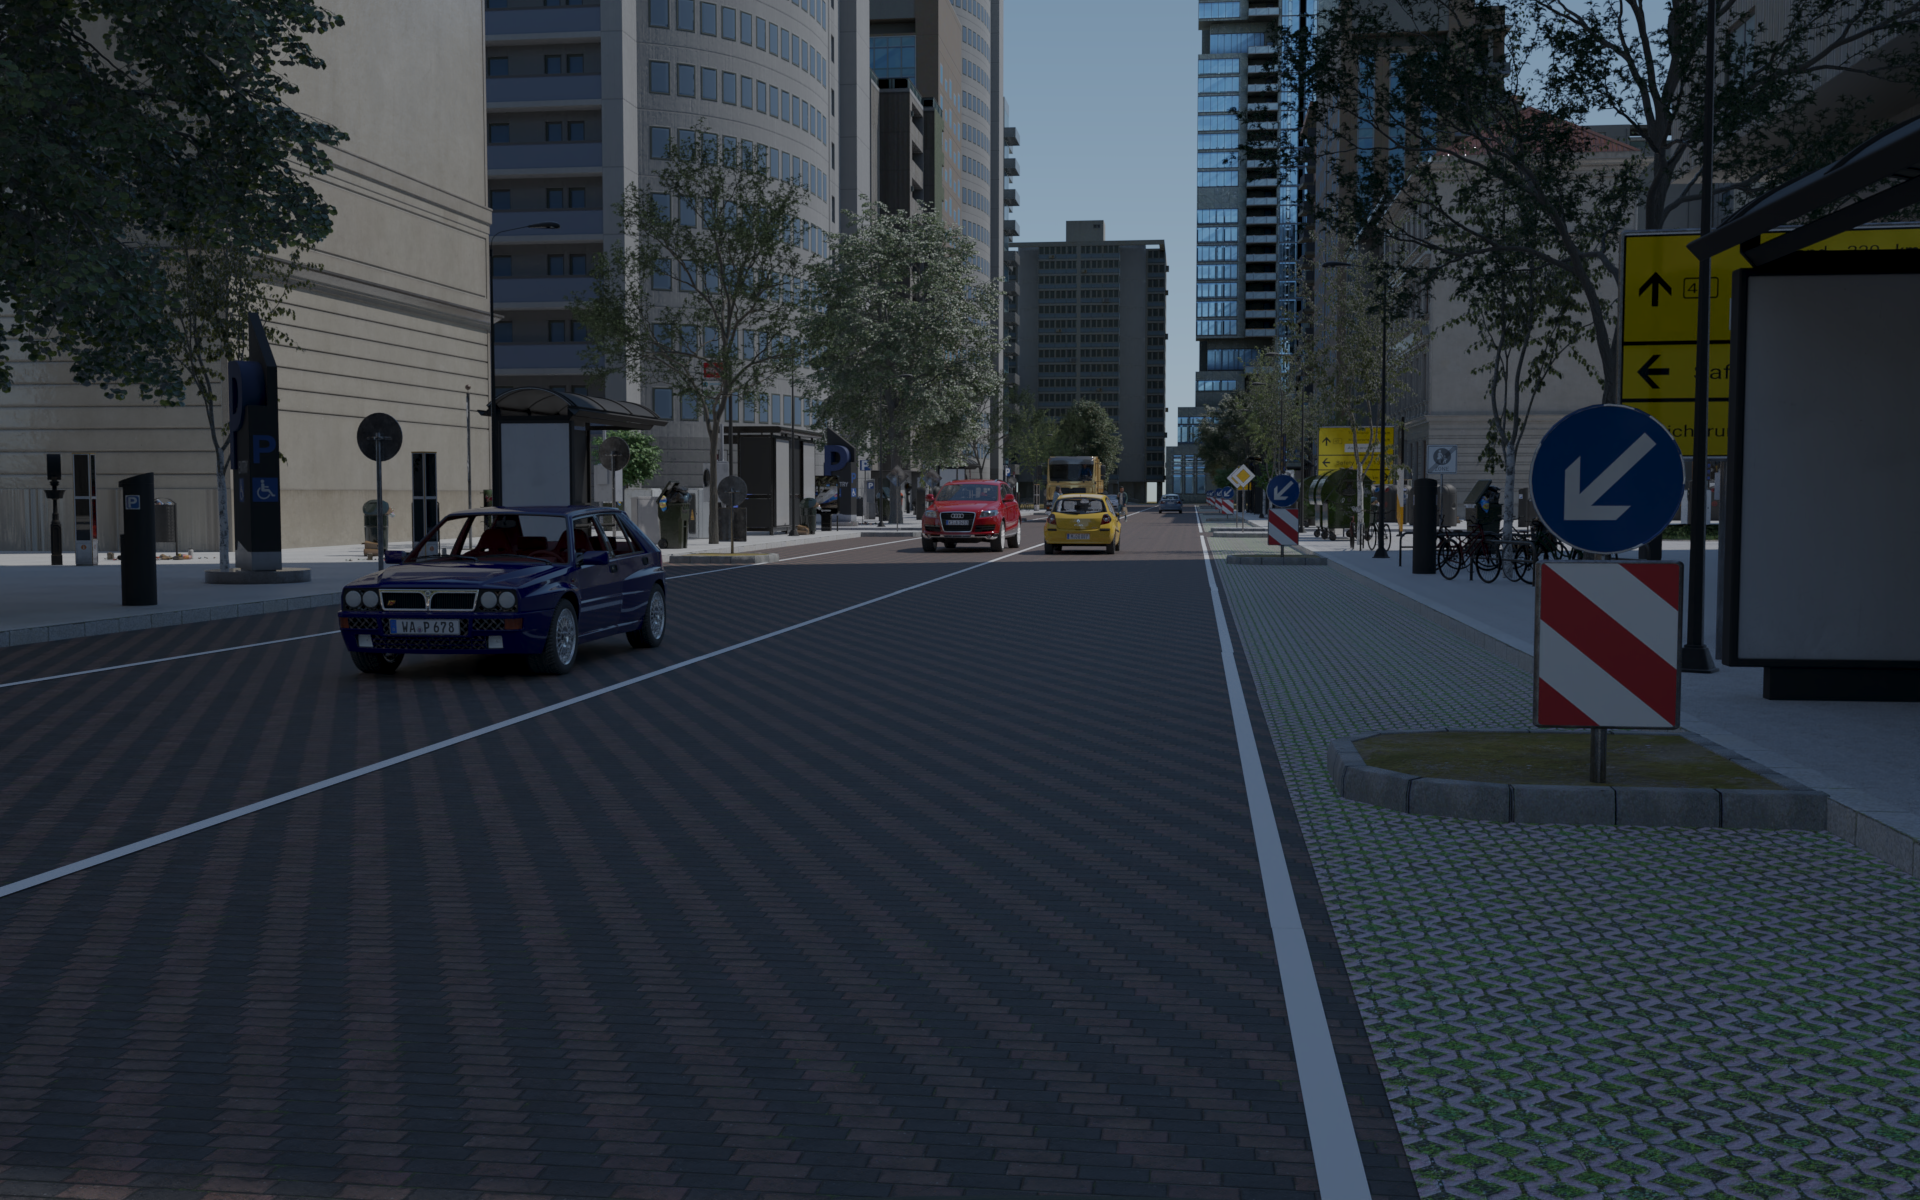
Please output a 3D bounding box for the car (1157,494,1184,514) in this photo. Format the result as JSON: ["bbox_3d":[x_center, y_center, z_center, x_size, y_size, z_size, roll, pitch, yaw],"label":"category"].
[{"bbox_3d":[15.605,-7.121,128.424,2.014,1.417,4.499,0,4,7],"label":"car"}]

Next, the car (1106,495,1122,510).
[{"bbox_3d":[13.942,-8.956,158.800,2.083,1.381,4.827,0,4,7],"label":"car"}]

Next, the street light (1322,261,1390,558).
[{"bbox_3d":[7.914,-3.799,34.653,1.470,5.913,1.316,0,4,8],"label":"street light"}]

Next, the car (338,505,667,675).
[{"bbox_3d":[-3.823,-0.149,15.013,1.945,1.354,3.894,0,4,7],"label":"car"}]

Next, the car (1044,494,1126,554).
[{"bbox_3d":[3.047,-1.981,42.614,2.015,1.641,3.980,0,4,8],"label":"car"}]

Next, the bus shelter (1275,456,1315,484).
[{"bbox_3d":[18.403,-6.221,95.630,2.014,3.302,5.546,0,4,8],"label":"bus shelter"}]

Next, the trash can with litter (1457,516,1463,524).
[{"bbox_3d":[21.284,-3.911,75.335,1.055,1.170,0.624,0,4,-6],"label":"trash can with litter"}]

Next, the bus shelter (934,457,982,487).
[{"bbox_3d":[-0.138,-6.209,95.442,2.014,3.302,5.546,0,4,8],"label":"bus shelter"}]

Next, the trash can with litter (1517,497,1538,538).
[{"bbox_3d":[17.261,-2.436,50.893,2.233,1.210,1.678,-2,4,-25],"label":"trash can with litter"}]

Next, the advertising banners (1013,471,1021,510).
[{"bbox_3d":[4.384,-8.401,133.546,0.090,3.025,2.074,-1,4,-14],"label":"advertising banners"}]

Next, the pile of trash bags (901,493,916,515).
[{"bbox_3d":[-2.517,-5.914,106.453,3.447,1.369,1.912,2,4,23],"label":"pile of trash bags"}]

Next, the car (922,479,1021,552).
[{"bbox_3d":[0.348,-2.200,44.648,2.281,1.827,5.304,1,4,9],"label":"car"}]

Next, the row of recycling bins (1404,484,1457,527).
[{"bbox_3d":[18.998,-3.829,69.714,1.069,1.692,3.534,0,4,-6],"label":"row of recycling bins"}]

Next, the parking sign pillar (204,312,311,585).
[{"bbox_3d":[-10.237,-2.244,25.154,1.447,3.967,1.447,-2,4,-32],"label":"parking sign pillar"}]

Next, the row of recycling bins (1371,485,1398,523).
[{"bbox_3d":[19.348,-4.355,78.322,1.069,1.692,3.534,-1,4,-21],"label":"row of recycling bins"}]

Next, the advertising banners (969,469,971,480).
[{"bbox_3d":[0.576,-7.812,123.911,0.090,3.025,2.074,-1,4,-9],"label":"advertising banners"}]

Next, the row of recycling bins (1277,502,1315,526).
[{"bbox_3d":[13.795,-3.816,69.499,1.069,1.692,3.534,3,5,42],"label":"row of recycling bins"}]

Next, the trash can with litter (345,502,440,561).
[{"bbox_3d":[-10.848,-1.392,33.814,2.233,1.210,1.678,-2,4,-24],"label":"trash can with litter"}]

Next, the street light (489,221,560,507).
[{"bbox_3d":[-7.492,-3.497,29.711,1.470,5.913,1.316,0,4,8],"label":"street light"}]

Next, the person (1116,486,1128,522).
[{"bbox_3d":[8.377,-4.937,89.199,0.794,1.824,0.713,3,5,45],"label":"person"}]

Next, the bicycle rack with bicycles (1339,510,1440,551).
[{"bbox_3d":[9.938,-1.599,39.520,2.852,0.926,2.925,1,4,16],"label":"bicycle rack with bicycles"}]

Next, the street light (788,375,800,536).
[{"bbox_3d":[-4.533,-4.889,52.475,1.470,5.913,1.316,0,4,8],"label":"street light"}]

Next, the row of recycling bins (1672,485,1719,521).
[{"bbox_3d":[35.804,-4.663,83.350,3.534,1.692,1.069,1,4,15],"label":"row of recycling bins"}]

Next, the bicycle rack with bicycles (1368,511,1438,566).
[{"bbox_3d":[8.905,-1.000,29.736,2.925,0.926,2.852,0,4,-2],"label":"bicycle rack with bicycles"}]

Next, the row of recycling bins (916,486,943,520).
[{"bbox_3d":[-1.169,-4.877,86.854,1.069,1.692,3.534,2,4,24],"label":"row of recycling bins"}]

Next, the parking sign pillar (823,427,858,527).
[{"bbox_3d":[-4.772,-4.915,68.831,1.447,3.967,1.447,2,4,29],"label":"parking sign pillar"}]

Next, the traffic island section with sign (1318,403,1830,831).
[{"bbox_3d":[2.835,0.015,8.390,1.989,1.847,2.006,0,4,8],"label":"traffic island section with sign"}]

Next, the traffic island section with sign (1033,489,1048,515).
[{"bbox_3d":[6.085,-6.713,118.379,1.989,1.847,2.006,0,4,8],"label":"traffic island section with sign"}]

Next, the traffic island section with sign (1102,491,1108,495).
[{"bbox_3d":[16.438,-11.425,195.422,1.989,1.847,2.006,0,4,8],"label":"traffic island section with sign"}]

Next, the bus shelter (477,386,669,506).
[{"bbox_3d":[-7.742,-2.533,35.333,2.014,3.302,5.546,0,4,8],"label":"bus shelter"}]

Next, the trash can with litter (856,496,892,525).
[{"bbox_3d":[-3.970,-3.759,72.516,2.233,1.210,1.678,1,4,13],"label":"trash can with litter"}]

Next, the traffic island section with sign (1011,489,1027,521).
[{"bbox_3d":[2.501,-5.079,91.662,1.989,1.847,2.006,0,4,8],"label":"traffic island section with sign"}]

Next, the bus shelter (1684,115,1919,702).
[{"bbox_3d":[5.244,-0.872,8.186,2.014,3.302,5.546,0,4,7],"label":"bus shelter"}]

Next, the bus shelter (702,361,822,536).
[{"bbox_3d":[-6.338,-4.714,54.714,2.179,5.291,8.768,0,4,8],"label":"bus shelter"}]

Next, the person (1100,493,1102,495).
[{"bbox_3d":[17.847,-13.015,221.819,0.617,1.759,0.750,3,4,37],"label":"person"}]

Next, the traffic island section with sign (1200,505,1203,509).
[{"bbox_3d":[17.449,-6.639,117.182,1.989,1.847,2.006,0,4,8],"label":"traffic island section with sign"}]

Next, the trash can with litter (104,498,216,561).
[{"bbox_3d":[-15.929,-1.395,33.865,2.233,1.210,1.678,0,4,-2],"label":"trash can with litter"}]

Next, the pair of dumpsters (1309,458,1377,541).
[{"bbox_3d":[10.861,-2.860,49.247,1.574,2.255,4.437,0,4,8],"label":"pair of dumpsters"}]

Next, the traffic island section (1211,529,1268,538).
[{"bbox_3d":[9.467,-2.175,57.845,2.009,0.180,2.903,0,4,8],"label":"traffic island section"}]

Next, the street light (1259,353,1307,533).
[{"bbox_3d":[10.707,-5.161,56.923,1.470,5.913,1.316,0,4,8],"label":"street light"}]

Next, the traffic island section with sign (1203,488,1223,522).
[{"bbox_3d":[13.860,-5.005,90.466,1.989,1.847,2.006,0,4,8],"label":"traffic island section with sign"}]

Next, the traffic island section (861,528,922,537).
[{"bbox_3d":[-2.170,-2.271,59.407,2.009,0.180,2.903,0,4,8],"label":"traffic island section"}]

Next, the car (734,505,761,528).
[{"bbox_3d":[-9.248,-3.429,65.655,3.694,1.707,1.945,0,4,7],"label":"car"}]

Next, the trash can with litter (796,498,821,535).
[{"bbox_3d":[-4.782,-2.628,54.353,0.624,1.170,1.055,1,4,10],"label":"trash can with litter"}]

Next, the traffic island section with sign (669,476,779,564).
[{"bbox_3d":[-4.901,-1.709,36.565,1.989,1.847,2.006,0,4,8],"label":"traffic island section with sign"}]

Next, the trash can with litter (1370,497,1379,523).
[{"bbox_3d":[16.174,-3.529,69.079,1.055,1.170,0.624,-1,4,-18],"label":"trash can with litter"}]

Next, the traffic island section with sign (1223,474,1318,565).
[{"bbox_3d":[6.494,-1.650,35.612,1.989,1.847,2.006,0,4,8],"label":"traffic island section with sign"}]

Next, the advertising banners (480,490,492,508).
[{"bbox_3d":[-12.686,-3.270,49.653,2.074,3.025,0.090,-1,4,-17],"label":"advertising banners"}]

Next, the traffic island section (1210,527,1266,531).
[{"bbox_3d":[10.530,-2.659,65.759,2.009,0.180,2.903,0,4,8],"label":"traffic island section"}]

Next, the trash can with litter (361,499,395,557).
[{"bbox_3d":[-12.092,-1.503,35.960,0.624,1.170,1.055,-1,4,-13],"label":"trash can with litter"}]

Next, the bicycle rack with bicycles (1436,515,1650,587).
[{"bbox_3d":[8.541,-0.701,24.839,2.852,0.926,2.925,-1,4,-11],"label":"bicycle rack with bicycles"}]

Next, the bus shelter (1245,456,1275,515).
[{"bbox_3d":[19.191,-7.302,110.673,1.731,3.624,6.357,0,4,7],"label":"bus shelter"}]

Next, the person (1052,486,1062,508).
[{"bbox_3d":[4.194,-4.077,75.422,0.793,1.790,0.793,3,5,41],"label":"person"}]

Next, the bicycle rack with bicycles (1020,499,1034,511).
[{"bbox_3d":[4.235,-7.100,129.472,2.852,0.926,2.925,1,4,23],"label":"bicycle rack with bicycles"}]
